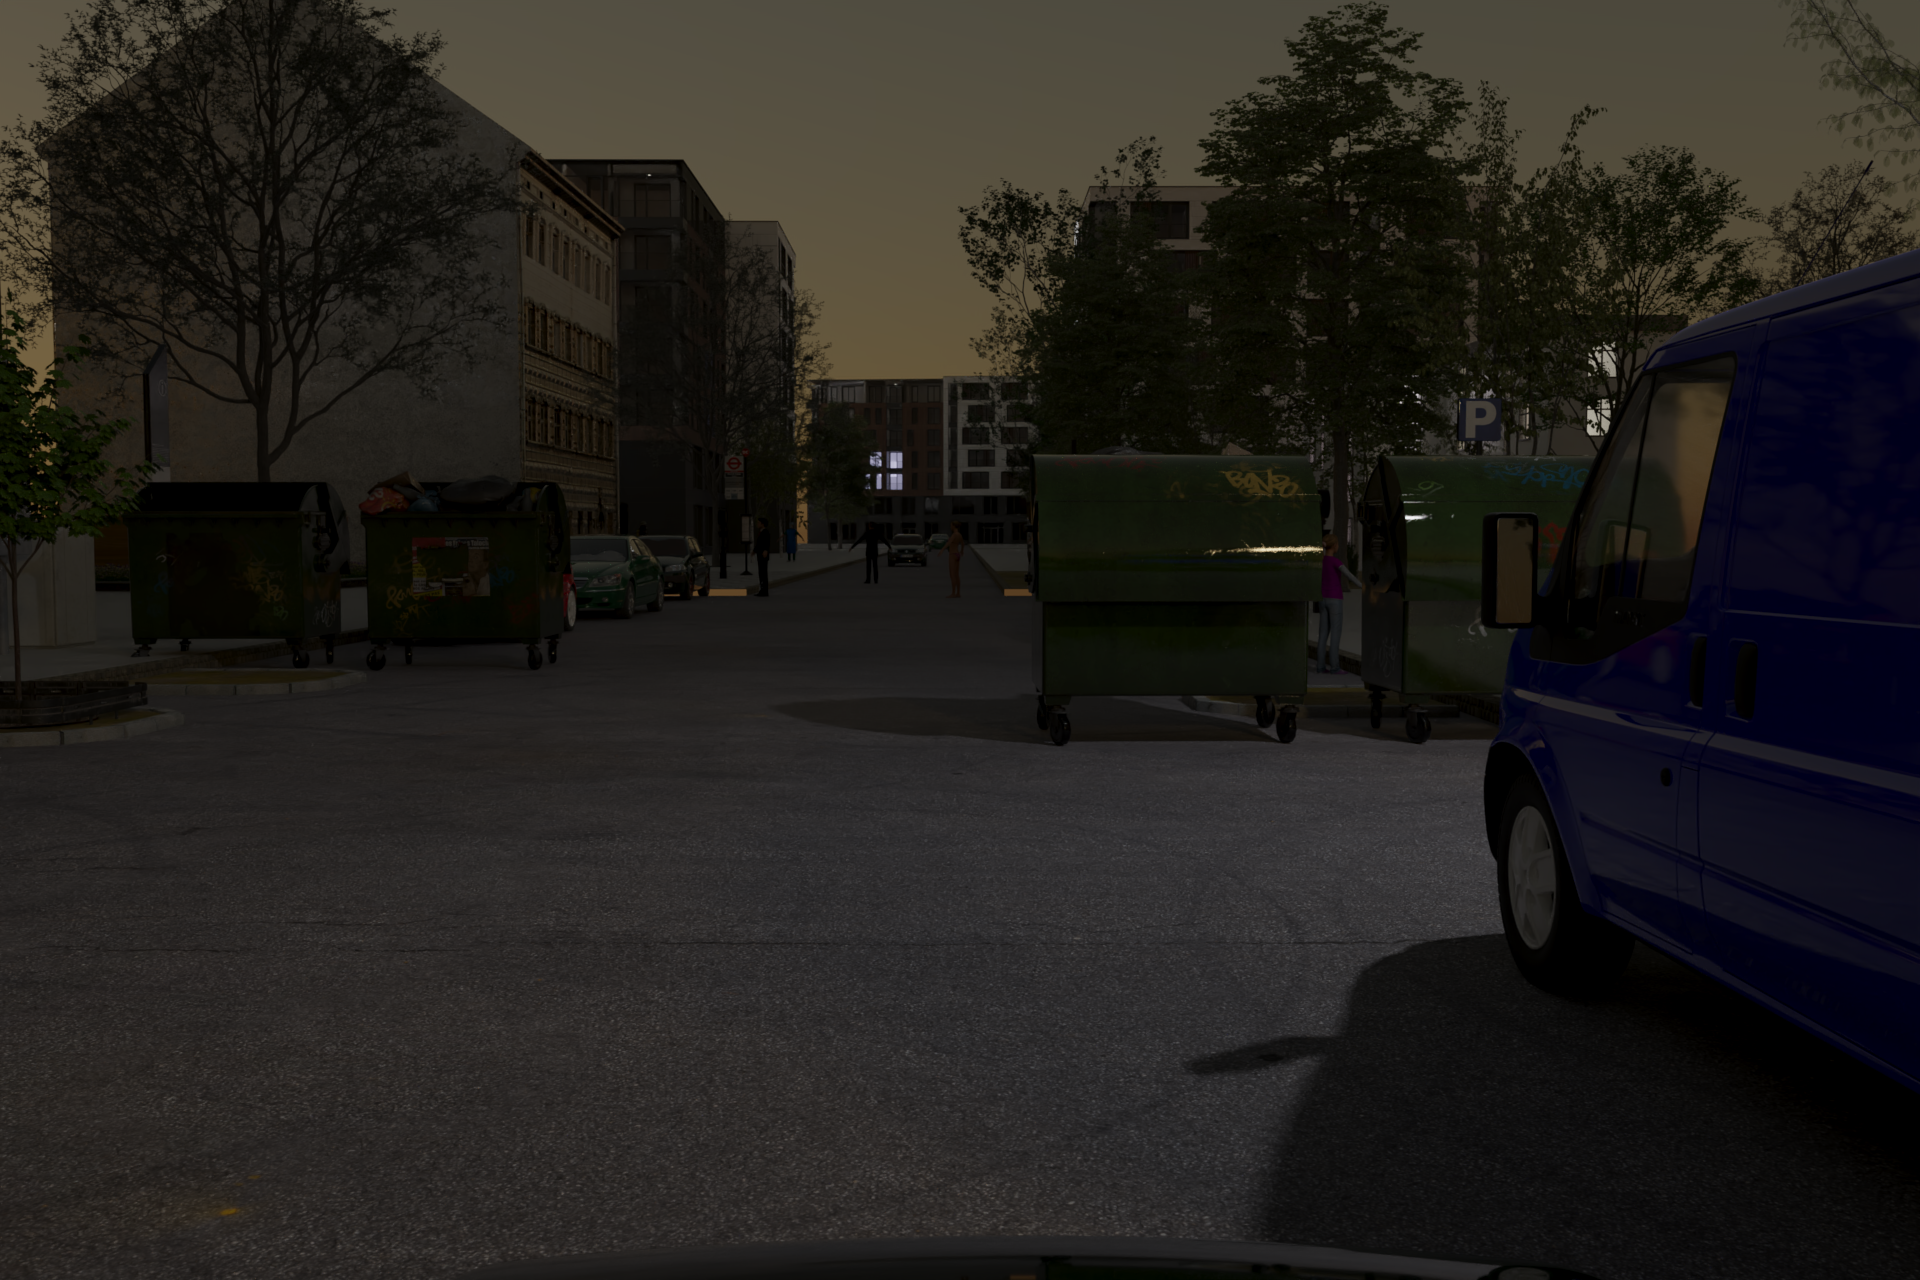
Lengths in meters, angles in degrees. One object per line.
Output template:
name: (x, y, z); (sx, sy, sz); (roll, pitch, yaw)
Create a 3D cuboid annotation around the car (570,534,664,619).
car: (-6.439, -1.156, 30.695); (2.131, 1.459, 4.920); (0, 4, 0)

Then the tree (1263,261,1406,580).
tree: (10.769, -5.852, 46.040); (4.360, 8.622, 3.978); (0, 3, 0)

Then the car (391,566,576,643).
car: (-6.590, -0.919, 24.072); (2.155, 1.783, 4.494); (0, 4, 0)

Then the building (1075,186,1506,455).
building: (21.546, -16.776, 118.269); (27.936, 21.610, 32.646); (0, 3, 0)

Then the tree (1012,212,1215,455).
tree: (5.692, -8.740, 61.028); (7.486, 12.596, 7.792); (0, 3, 0)

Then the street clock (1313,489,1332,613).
street clock: (5.845, -1.439, 28.095); (0.358, 2.002, 0.471); (0, 4, 0)

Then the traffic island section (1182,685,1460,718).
traffic island section: (2.900, 0.511, 14.506); (1.991, 0.108, 1.994); (0, 4, 0)

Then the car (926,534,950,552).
car: (-1.636, -7.816, 139.582); (2.131, 1.459, 4.920); (0, 4, -1)

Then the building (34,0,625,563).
building: (-26.408, -15.052, 77.027); (19.493, 23.208, 18.063); (0, 4, 1)

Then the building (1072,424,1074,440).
building: (24.130, -20.449, 178.313); (27.936, 21.610, 32.646); (0, 4, 0)

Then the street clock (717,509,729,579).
street clock: (-6.817, -2.768, 49.834); (0.358, 2.002, 0.471); (0, 4, 2)

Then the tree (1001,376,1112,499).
tree: (5.790, -9.833, 95.178); (7.601, 10.594, 8.767); (-1, 4, -10)

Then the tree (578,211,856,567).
tree: (-9.484, -9.564, 66.734); (12.009, 13.543, 11.850); (0, 3, 0)

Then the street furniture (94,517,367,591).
street furniture: (-17.487, -2.067, 40.646); (11.010, 1.723, 9.812); (0, 4, 7)

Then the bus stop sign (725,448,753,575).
bus stop sign: (-6.886, -3.991, 53.952); (0.855, 3.939, 0.416); (0, 4, 1)

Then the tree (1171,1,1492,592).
tree: (8.078, -7.316, 37.739); (7.486, 12.596, 7.792); (0, 3, 0)

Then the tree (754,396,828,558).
tree: (-9.341, -8.619, 91.287); (4.737, 8.622, 4.395); (0, 3, 0)

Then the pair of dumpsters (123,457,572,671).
pair of dumpsters: (-6.514, -0.833, 18.575); (4.436, 2.255, 1.574); (0, 3, 0)

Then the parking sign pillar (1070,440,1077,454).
parking sign pillar: (3.383, -3.772, 50.148); (1.447, 3.967, 1.447); (0, 4, 0)

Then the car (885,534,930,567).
car: (-2.335, -4.135, 77.392); (2.009, 1.686, 4.222); (0, 4, 0)

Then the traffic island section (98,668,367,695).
traffic island section: (-6.769, 0.397, 16.380); (1.991, 0.108, 1.994); (0, 3, 0)

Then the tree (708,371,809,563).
tree: (-9.406, -7.702, 76.292); (4.360, 8.622, 3.978); (0, 3, 0)

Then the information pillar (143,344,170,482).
information pillar: (-9.806, -1.826, 21.202); (0.183, 3.616, 0.504); (0, 4, 1)

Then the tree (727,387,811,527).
tree: (-9.596, -8.261, 85.430); (4.737, 8.622, 4.395); (0, 3, 0)

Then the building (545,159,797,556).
building: (-25.768, -16.329, 110.958); (27.936, 21.610, 32.646); (0, 4, -1)

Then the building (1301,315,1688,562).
building: (23.159, -8.455, 80.386); (9.099, 9.664, 28.070); (0, 4, 0)

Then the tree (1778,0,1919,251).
tree: (8.761, -3.790, 12.324); (4.360, 8.622, 3.978); (0, 3, 0)

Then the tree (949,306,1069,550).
tree: (5.260, -17.608, 143.774); (12.611, 20.169, 13.585); (0, 3, 0)

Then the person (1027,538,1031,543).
person: (3.391, -4.003, 71.590); (1.345, 1.843, 0.704); (-2, 4, -30)

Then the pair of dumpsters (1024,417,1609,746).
pair of dumpsters: (2.666, -0.447, 12.257); (4.436, 2.255, 1.574); (0, 4, -1)

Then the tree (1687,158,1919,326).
tree: (28.234, -8.960, 56.873); (12.009, 13.543, 11.850); (0, 3, 0)

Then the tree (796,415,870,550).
tree: (-10.469, -12.284, 135.258); (7.601, 10.594, 8.767); (1, 4, 19)

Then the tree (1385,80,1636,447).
tree: (9.079, -4.755, 28.110); (4.737, 8.622, 4.395); (0, 3, 0)

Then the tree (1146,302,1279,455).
tree: (7.740, -6.318, 53.663); (4.360, 8.622, 3.978); (0, 3, 0)

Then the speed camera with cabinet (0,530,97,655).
speed camera with cabinet: (-10.386, -1.521, 19.204); (0.660, 3.252, 2.038); (0, 4, 0)

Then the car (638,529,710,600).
car: (-6.660, -1.767, 38.684); (2.009, 1.686, 4.222); (0, 3, 0)

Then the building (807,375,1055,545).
building: (-2.860, -23.856, 236.480); (32.646, 21.610, 27.936); (0, 4, 6)

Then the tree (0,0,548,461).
tree: (-12.788, -7.428, 31.817); (12.009, 13.543, 11.850); (0, 3, 0)

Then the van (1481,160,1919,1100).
van: (2.725, 0.041, 3.713); (2.240, 2.365, 5.245); (0, 4, -1)

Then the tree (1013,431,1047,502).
tree: (5.517, -10.520, 122.372); (4.737, 8.622, 4.395); (0, 3, 0)

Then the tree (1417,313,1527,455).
tree: (17.087, -6.486, 56.413); (4.360, 8.622, 3.978); (0, 3, 0)

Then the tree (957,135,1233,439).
tree: (6.534, -13.843, 82.230); (12.611, 20.169, 13.585); (0, 3, 0)

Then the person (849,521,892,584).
person: (-2.564, -2.539, 50.195); (1.346, 1.802, 0.704); (-1, 4, -23)

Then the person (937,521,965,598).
person: (-0.189, -1.820, 39.010); (0.721, 1.733, 1.217); (2, 4, 26)

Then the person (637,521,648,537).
person: (-14.018, -4.346, 76.837); (0.705, 1.856, 1.354); (-2, 4, -25)

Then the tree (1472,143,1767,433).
tree: (17.488, -7.382, 46.445); (9.928, 11.665, 9.643); (0, 3, 0)

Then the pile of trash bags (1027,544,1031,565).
pile of trash bags: (2.983, -2.630, 52.752); (1.912, 1.369, 3.447); (0, 4, -2)

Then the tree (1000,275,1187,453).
tree: (5.447, -8.818, 69.935); (9.928, 11.665, 9.643); (0, 3, 0)

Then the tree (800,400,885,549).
tree: (-10.115, -14.004, 147.087); (7.486, 12.596, 7.792); (0, 3, 0)

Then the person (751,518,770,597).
person: (-4.554, -1.904, 39.769); (0.705, 1.806, 1.347); (-1, 4, -19)

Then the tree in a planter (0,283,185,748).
tree in a planter: (-6.841, -0.934, 12.488); (1.991, 3.239, 1.994); (0, 4, 1)

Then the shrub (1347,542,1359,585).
shrub: (9.586, -1.985, 43.576); (1.383, 1.207, 1.383); (0, 3, 0)

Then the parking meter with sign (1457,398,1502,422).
parking meter with sign: (6.672, -1.543, 21.492); (0.543, 3.016, 1.738); (0, 4, 0)

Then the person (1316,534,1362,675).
person: (3.829, -0.365, 17.698); (0.599, 1.433, 0.991); (-2, 4, -34)

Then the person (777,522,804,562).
person: (-7.792, -4.513, 79.919); (1.347, 1.817, 0.704); (1, 4, 14)
